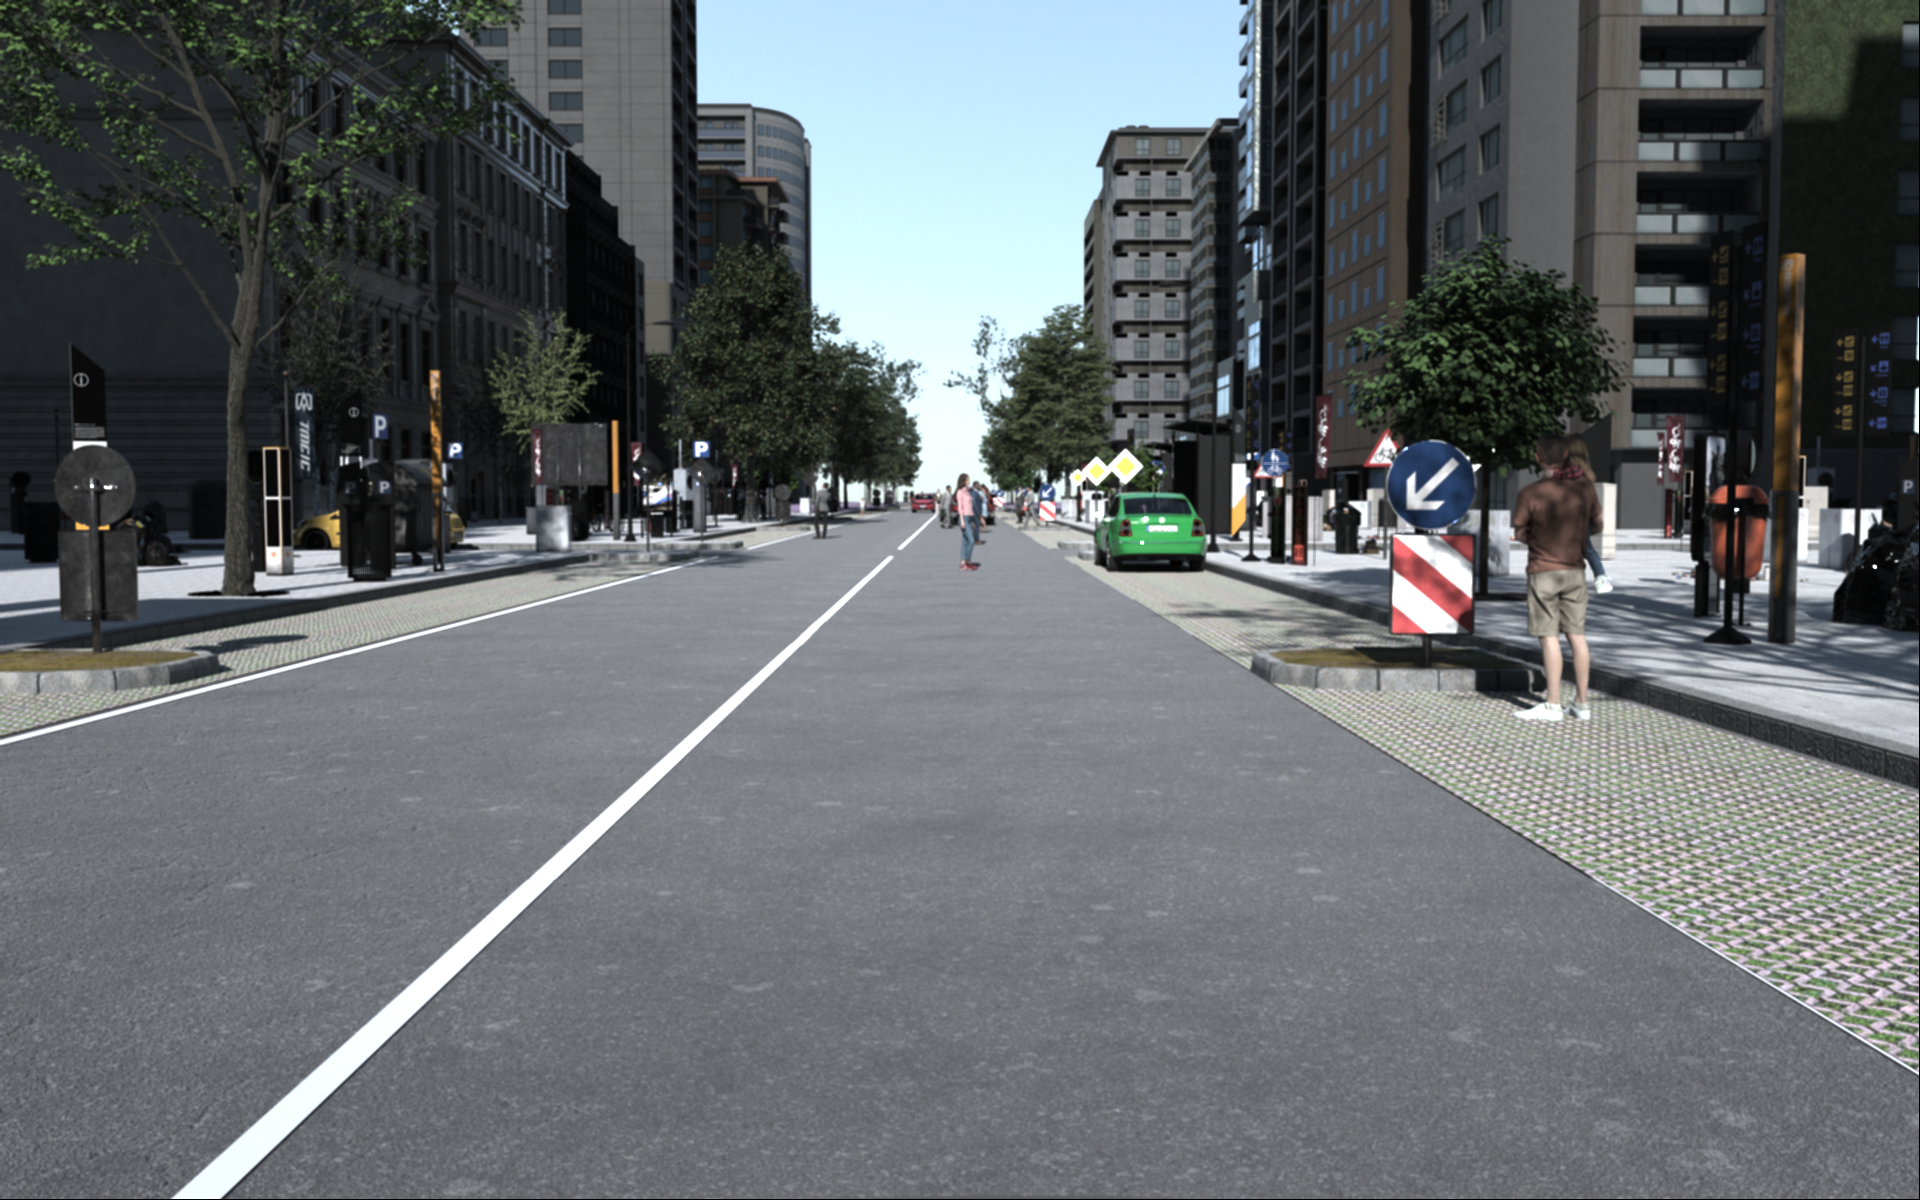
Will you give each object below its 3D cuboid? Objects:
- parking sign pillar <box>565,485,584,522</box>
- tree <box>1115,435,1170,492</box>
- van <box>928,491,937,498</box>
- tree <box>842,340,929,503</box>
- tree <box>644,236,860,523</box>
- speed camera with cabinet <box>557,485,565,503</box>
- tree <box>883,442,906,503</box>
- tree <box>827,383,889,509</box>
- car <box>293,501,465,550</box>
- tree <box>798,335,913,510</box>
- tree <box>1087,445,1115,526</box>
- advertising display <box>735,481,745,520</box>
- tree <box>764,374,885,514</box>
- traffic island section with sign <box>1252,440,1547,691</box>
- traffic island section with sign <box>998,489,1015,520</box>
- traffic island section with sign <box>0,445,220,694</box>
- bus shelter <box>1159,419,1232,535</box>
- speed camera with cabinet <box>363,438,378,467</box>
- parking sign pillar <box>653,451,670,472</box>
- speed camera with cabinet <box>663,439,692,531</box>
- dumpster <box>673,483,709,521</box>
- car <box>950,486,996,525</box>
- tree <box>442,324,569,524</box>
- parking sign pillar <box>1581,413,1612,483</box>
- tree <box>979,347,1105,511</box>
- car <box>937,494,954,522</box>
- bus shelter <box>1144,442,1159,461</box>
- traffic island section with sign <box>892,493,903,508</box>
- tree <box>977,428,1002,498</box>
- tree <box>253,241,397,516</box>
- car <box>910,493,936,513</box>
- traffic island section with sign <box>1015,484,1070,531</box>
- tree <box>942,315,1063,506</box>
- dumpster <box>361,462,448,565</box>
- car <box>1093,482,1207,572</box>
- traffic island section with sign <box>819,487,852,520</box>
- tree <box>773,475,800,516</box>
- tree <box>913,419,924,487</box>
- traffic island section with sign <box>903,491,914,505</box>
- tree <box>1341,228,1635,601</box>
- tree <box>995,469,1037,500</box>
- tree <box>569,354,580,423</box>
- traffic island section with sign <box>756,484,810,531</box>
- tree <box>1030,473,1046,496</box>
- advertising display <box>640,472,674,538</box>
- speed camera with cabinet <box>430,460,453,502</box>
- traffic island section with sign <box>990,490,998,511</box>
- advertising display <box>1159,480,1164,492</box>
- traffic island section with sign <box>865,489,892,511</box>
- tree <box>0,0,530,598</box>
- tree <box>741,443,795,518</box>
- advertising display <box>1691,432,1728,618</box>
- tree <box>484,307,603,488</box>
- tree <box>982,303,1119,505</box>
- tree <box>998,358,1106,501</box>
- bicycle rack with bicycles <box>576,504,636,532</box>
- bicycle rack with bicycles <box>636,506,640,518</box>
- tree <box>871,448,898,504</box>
[{"bbox_3d":[-17.514,-5.521,78.747,1.447,3.967,1.447,1,4,12],"label":"parking sign pillar"},{"bbox_3d":[6.093,-3.819,57.035,1.663,3.219,1.824,0,3,0],"label":"tree"},{"bbox_3d":[-4.391,-16.331,274.027,2.013,2.044,4.112,0,4,2],"label":"van"},{"bbox_3d":[-10.459,-22.018,215.890,12.611,20.169,13.585,0,3,0],"label":"tree"},{"bbox_3d":[-9.315,-9.790,77.072,9.611,12.733,9.660,0,3,0],"label":"tree"},{"bbox_3d":[-20.880,-5.869,90.289,0.660,3.252,2.038,2,4,33],"label":"speed camera with cabinet"},{"bbox_3d":[-9.179,-17.744,240.476,4.737,8.622,4.395,0,3,0],"label":"tree"},{"bbox_3d":[-10.098,-13.928,153.470,9.928,11.665,9.643,0,3,0],"label":"tree"},{"bbox_3d":[-14.047,-1.929,41.771,3.980,1.641,2.015,0,4,2],"label":"car"},{"bbox_3d":[-9.816,-14.192,138.688,9.857,13.997,8.962,0,3,0],"label":"tree"},{"bbox_3d":[5.856,-4.542,68.855,1.663,3.219,1.824,0,3,0],"label":"tree"},{"bbox_3d":[-10.777,-4.872,84.871,0.123,1.923,0.974,1,4,18],"label":"advertising display"},{"bbox_3d":[-9.659,-11.873,128.537,8.767,10.594,7.601,0,4,1],"label":"tree"},{"bbox_3d":[3.339,-0.295,13.444,1.989,1.847,2.006,0,3,0],"label":"traffic island section with sign"},{"bbox_3d":[3.283,-5.343,95.990,1.989,1.847,2.006,0,3,0],"label":"traffic island section with sign"},{"bbox_3d":[-6.882,-0.284,13.268,1.989,1.847,2.006,0,3,0],"label":"traffic island section with sign"},{"bbox_3d":[7.948,-4.057,57.616,1.731,3.624,6.357,0,3,0],"label":"bus shelter"},{"bbox_3d":[-15.962,-3.162,46.033,0.660,3.252,2.038,-2,4,-30],"label":"speed camera with cabinet"},{"bbox_3d":[-18.673,-7.345,108.566,1.447,3.967,1.447,2,4,29],"label":"parking sign pillar"},{"bbox_3d":[-10.200,-4.125,61.781,0.660,3.252,2.038,2,4,25],"label":"speed camera with cabinet"},{"bbox_3d":[-10.204,-3.785,64.378,1.502,2.255,1.985,0,3,0],"label":"dumpster"},{"bbox_3d":[0.551,-4.425,81.023,2.281,1.827,5.304,0,4,-1],"label":"car"},{"bbox_3d":[-19.857,-7.568,74.101,4.360,8.622,3.978,0,3,0],"label":"tree"},{"bbox_3d":[20.989,-4.237,57.748,1.447,3.967,1.447,-1,4,-12],"label":"parking sign pillar"},{"bbox_3d":[6.651,-13.024,129.946,9.611,12.733,9.660,0,3,0],"label":"tree"},{"bbox_3d":[-0.147,-4.813,90.489,2.131,1.459,4.920,0,4,-1],"label":"car"},{"bbox_3d":[9.533,-5.495,81.132,1.731,3.624,6.357,0,3,0],"label":"bus shelter"},{"bbox_3d":[-6.996,-10.062,173.148,1.989,1.847,2.006,0,3,0],"label":"traffic island section with sign"},{"bbox_3d":[6.213,-20.932,267.986,9.928,11.665,9.643,0,3,0],"label":"tree"},{"bbox_3d":[-18.493,-6.085,49.849,4.360,8.622,3.978,0,3,0],"label":"tree"},{"bbox_3d":[-2.812,-7.744,135.657,2.155,1.783,4.494,0,4,2],"label":"car"},{"bbox_3d":[3.303,-3.658,68.436,1.989,1.847,2.006,0,3,0],"label":"traffic island section with sign"},{"bbox_3d":[4.979,-20.061,183.885,12.611,20.169,13.585,0,3,0],"label":"tree"},{"bbox_3d":[-10.274,-1.592,31.788,1.264,1.857,1.865,0,3,0],"label":"dumpster"},{"bbox_3d":[3.585,-1.490,33.156,1.959,1.807,4.718,0,4,-1],"label":"car"},{"bbox_3d":[-6.932,-5.269,94.775,1.989,1.847,2.006,0,3,0],"label":"traffic island section with sign"},{"bbox_3d":[-10.101,-6.426,99.671,1.663,3.219,1.824,0,3,0],"label":"tree"},{"bbox_3d":[-10.251,-17.469,192.277,9.857,13.997,8.962,0,3,0],"label":"tree"},{"bbox_3d":[-7.021,-13.407,227.835,1.989,1.847,2.006,0,3,0],"label":"traffic island section with sign"},{"bbox_3d":[6.548,-2.298,21.285,4.285,4.588,4.351,0,3,0],"label":"tree"},{"bbox_3d":[5.770,-11.170,166.349,4.285,4.588,4.351,0,3,0],"label":"tree"},{"bbox_3d":[-20.028,-8.096,82.737,4.360,8.622,3.978,0,3,0],"label":"tree"},{"bbox_3d":[-6.913,-3.620,67.820,1.989,1.847,2.006,0,3,0],"label":"traffic island section with sign"},{"bbox_3d":[6.486,-9.262,146.043,1.663,3.219,1.824,0,3,0],"label":"tree"},{"bbox_3d":[-8.904,-2.791,50.851,0.974,1.923,0.123,-1,4,-14],"label":"advertising display"},{"bbox_3d":[-14.799,-3.322,48.657,0.660,3.252,2.038,0,3,0],"label":"speed camera with cabinet"},{"bbox_3d":[3.268,-8.386,145.744,1.989,1.847,2.006,0,3,0],"label":"traffic island section with sign"},{"bbox_3d":[8.883,-4.393,77.036,0.123,1.923,0.974,1,4,22],"label":"advertising display"},{"bbox_3d":[-6.971,-8.414,146.193,1.989,1.847,2.006,0,3,0],"label":"traffic island section with sign"},{"bbox_3d":[-8.973,-5.863,21.609,9.928,11.665,9.643,0,3,0],"label":"tree"},{"bbox_3d":[-10.110,-6.677,92.883,4.285,4.588,4.351,0,3,0],"label":"tree"},{"bbox_3d":[7.909,-0.799,18.285,0.123,1.923,0.974,3,4,36],"label":"advertising display"},{"bbox_3d":[-16.122,-7.156,67.361,4.737,8.622,4.395,0,3,0],"label":"tree"},{"bbox_3d":[6.108,-11.336,103.476,7.486,12.596,7.792,0,3,0],"label":"tree"},{"bbox_3d":[6.222,-11.028,114.716,8.767,10.594,7.601,3,5,43],"label":"tree"},{"bbox_3d":[-12.768,-2.762,58.534,2.852,0.926,2.925,-1,4,-23],"label":"bicycle rack with bicycles"},{"bbox_3d":[-18.214,-4.926,93.920,2.925,0.926,2.852,0,4,-5],"label":"bicycle rack with bicycles"},{"bbox_3d":[-10.224,-17.004,228.382,4.360,8.622,3.978,0,3,0],"label":"tree"}]
